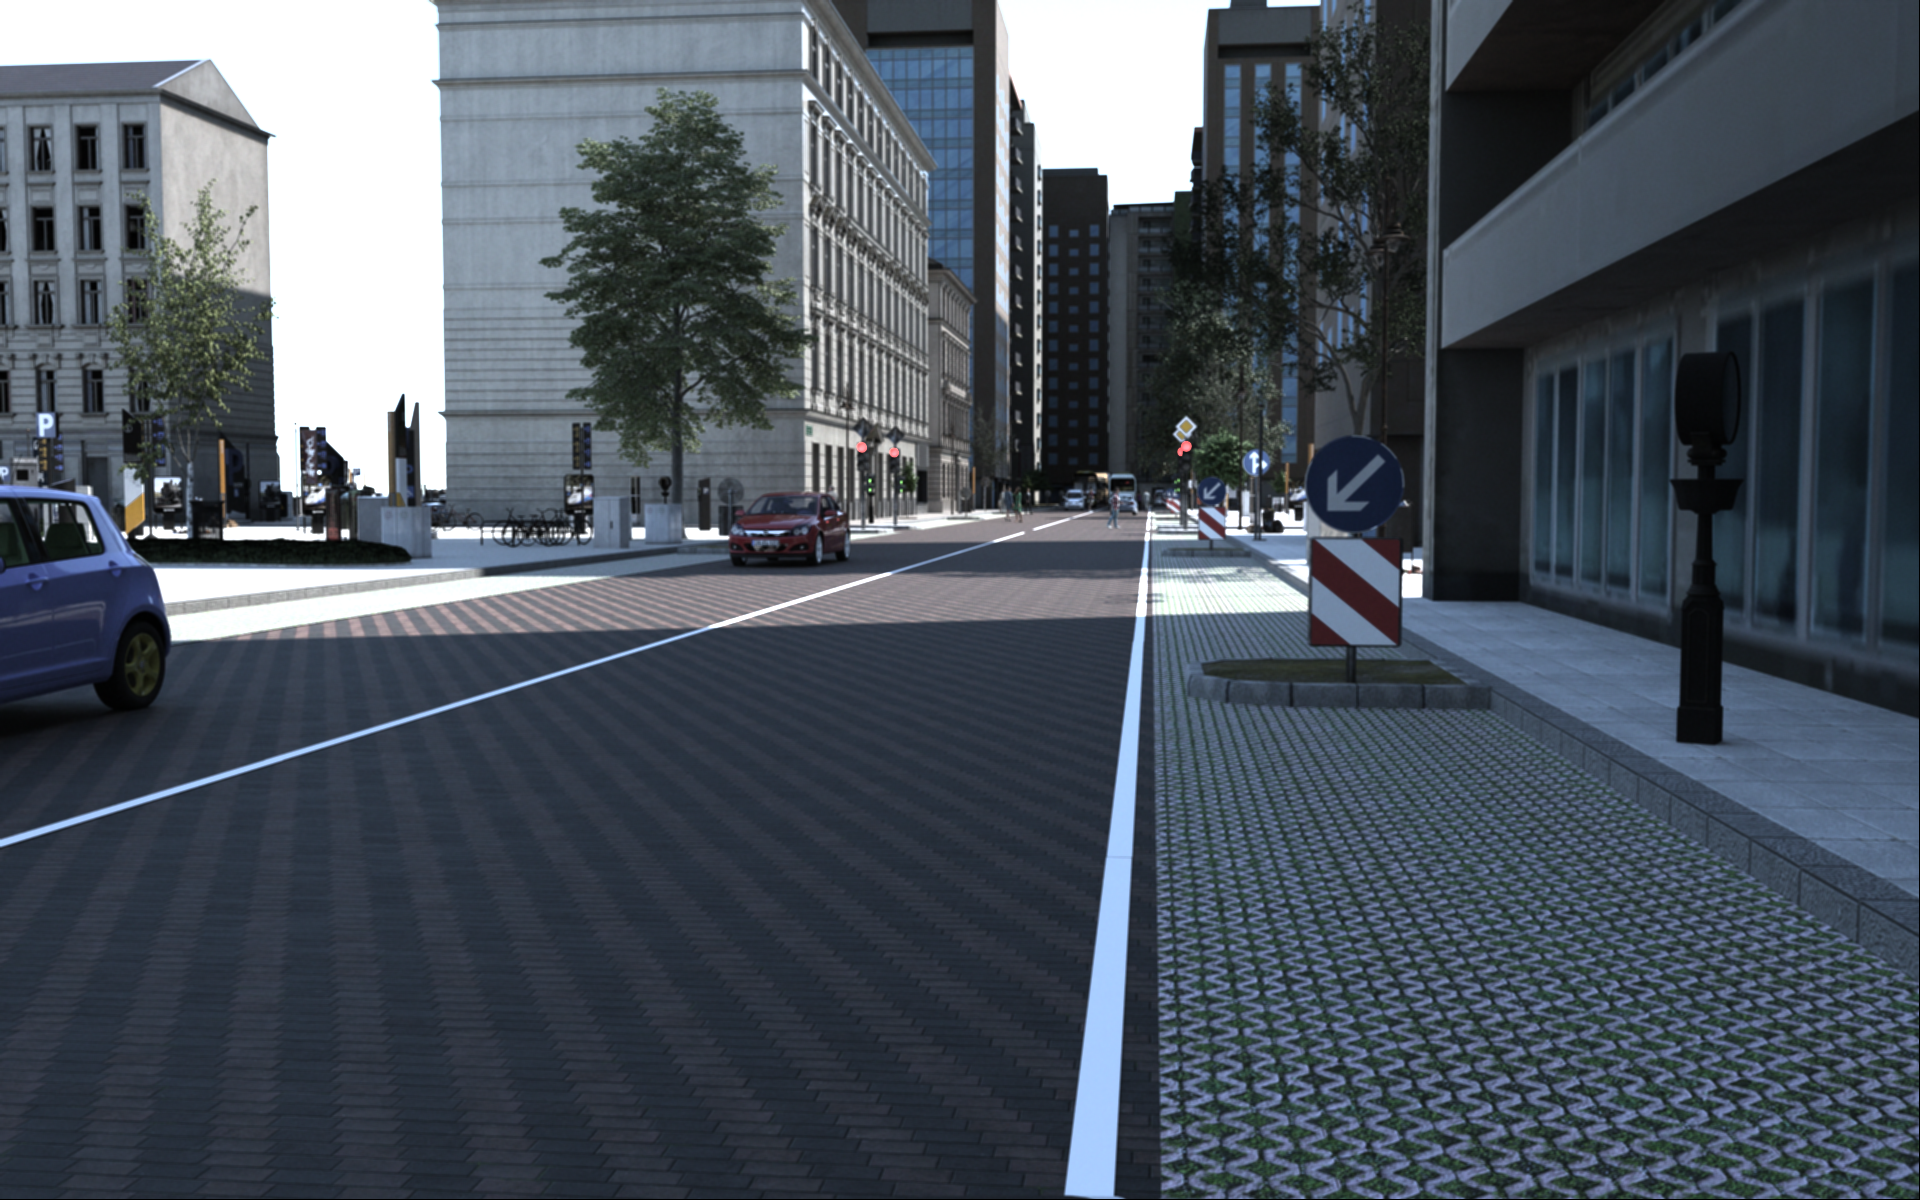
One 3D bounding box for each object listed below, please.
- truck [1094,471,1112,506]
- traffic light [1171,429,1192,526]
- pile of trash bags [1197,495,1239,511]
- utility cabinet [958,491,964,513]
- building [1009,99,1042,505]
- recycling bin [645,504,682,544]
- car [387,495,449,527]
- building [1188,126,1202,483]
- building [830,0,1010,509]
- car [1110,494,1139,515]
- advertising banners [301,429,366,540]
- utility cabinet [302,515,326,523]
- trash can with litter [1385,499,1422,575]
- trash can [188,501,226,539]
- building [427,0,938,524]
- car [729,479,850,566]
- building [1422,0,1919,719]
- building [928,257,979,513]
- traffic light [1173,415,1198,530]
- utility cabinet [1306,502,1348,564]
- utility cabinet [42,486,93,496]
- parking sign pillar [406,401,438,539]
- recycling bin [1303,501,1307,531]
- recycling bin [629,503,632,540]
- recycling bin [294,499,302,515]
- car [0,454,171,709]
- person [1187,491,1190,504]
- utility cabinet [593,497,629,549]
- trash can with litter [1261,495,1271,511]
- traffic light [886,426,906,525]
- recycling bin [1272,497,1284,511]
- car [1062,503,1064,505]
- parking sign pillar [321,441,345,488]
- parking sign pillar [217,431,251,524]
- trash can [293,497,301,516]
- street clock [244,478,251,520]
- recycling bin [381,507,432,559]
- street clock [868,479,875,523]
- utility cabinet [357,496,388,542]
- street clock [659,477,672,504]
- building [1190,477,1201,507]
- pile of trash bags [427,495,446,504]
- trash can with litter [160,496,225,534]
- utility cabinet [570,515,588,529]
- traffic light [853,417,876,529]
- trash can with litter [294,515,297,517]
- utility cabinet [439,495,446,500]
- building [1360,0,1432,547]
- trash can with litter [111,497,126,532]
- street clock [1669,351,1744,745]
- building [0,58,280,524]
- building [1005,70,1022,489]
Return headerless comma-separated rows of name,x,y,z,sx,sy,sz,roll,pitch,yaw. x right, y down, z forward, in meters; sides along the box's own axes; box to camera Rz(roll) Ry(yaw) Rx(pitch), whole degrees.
truck,17.517,-13.965,217.247,2.839,4.237,11.283,0,4,8
traffic light,8.949,-4.957,69.970,0.839,4.253,0.868,0,4,6
pile of trash bags,19.643,-7.447,131.516,3.447,1.369,1.912,1,4,17
utility cabinet,0.054,-6.397,113.270,0.318,1.500,1.173,0,4,5
building,-1.187,-35.911,210.850,21.600,48.544,21.300,0,4,6
recycling bin,-7.631,-1.958,44.562,0.722,1.027,0.722,1,4,20
car,-23.088,-3.570,70.367,4.499,1.417,2.014,1,4,8
building,37.976,-33.527,202.792,22.147,44.769,28.867,0,4,6
building,-3.075,-30.817,153.965,14.600,45.320,14.200,0,4,6
car,11.211,-6.503,118.330,2.014,1.417,4.499,0,4,8
advertising banners,-16.836,-3.079,46.533,2.074,3.025,0.090,1,4,20
utility cabinet,-27.841,-4.030,74.569,1.173,1.500,0.318,2,4,32
trash can with litter,7.366,-1.015,27.645,2.233,1.210,1.678,1,4,16
trash can,-16.110,-1.556,37.090,0.748,1.137,0.748,0,3,0
building,-12.020,-19.445,94.336,17.030,29.872,44.131,0,4,6
car,-3.491,-1.644,35.919,2.155,1.783,4.494,0,4,8
building,15.198,-23.538,8.547,21.300,48.544,21.600,0,4,6
building,-4.858,-15.969,125.718,10.561,19.102,19.286,0,4,6
traffic light,8.073,-4.472,62.033,0.839,4.253,0.868,0,4,6
utility cabinet,6.757,-1.402,31.600,0.318,1.500,1.173,3,5,41
utility cabinet,-24.035,-2.325,46.697,1.173,1.500,0.318,0,4,-6
parking sign pillar,-15.802,-3.752,49.815,1.447,3.967,1.447,-1,4,-10
recycling bin,12.223,-2.863,59.364,0.722,1.027,0.722,-1,4,-11
recycling bin,-9.602,-2.180,48.205,0.722,1.027,0.722,1,4,16
recycling bin,-41.276,-5.810,107.543,0.722,1.027,0.722,-1,4,-17
car,-6.373,-0.045,10.330,1.945,1.707,3.694,0,4,4
person,29.667,-13.302,225.624,0.705,1.869,1.348,3,5,43
utility cabinet,-8.299,-1.835,41.166,1.020,1.237,0.306,3,5,40
trash can with litter,24.145,-7.532,134.208,1.678,1.210,2.233,-3,5,-39
traffic light,-2.644,-5.034,71.229,0.839,4.253,0.868,0,4,6
recycling bin,23.690,-7.120,128.965,0.722,1.027,0.722,1,4,21
car,13.652,-12.779,218.533,1.945,1.707,3.694,0,4,5
parking sign pillar,-31.675,-6.056,87.487,1.447,3.967,1.447,2,4,32
parking sign pillar,-31.166,-5.238,74.114,1.447,3.967,1.447,1,4,10
trash can,-38.848,-5.473,101.141,0.748,1.137,0.748,0,3,0
street clock,-33.059,-4.630,80.273,0.358,2.002,0.471,0,4,4
recycling bin,-11.073,-1.353,34.669,0.722,1.027,0.722,1,4,13
street clock,-3.893,-4.366,75.960,0.358,2.002,0.471,0,4,8
utility cabinet,-15.325,-2.108,45.629,1.020,1.237,0.306,-2,4,-25
street clock,-12.191,-4.104,71.665,0.471,2.002,0.358,1,4,20
building,39.891,-29.603,175.897,32.217,40.220,23.993,0,4,6
pile of trash bags,-34.135,-6.412,114.586,1.912,1.369,3.447,1,4,13
trash can with litter,-24.971,-2.763,56.240,2.233,1.210,1.678,1,4,23
utility cabinet,-14.043,-3.218,63.774,0.306,1.237,1.020,-2,4,-34
traffic light,-3.520,-4.549,63.292,0.839,4.253,0.868,0,4,6
trash can with litter,-37.896,-5.271,97.246,2.233,1.210,1.678,0,4,6
utility cabinet,-32.626,-6.029,109.740,0.306,1.237,1.020,-3,5,-44
building,17.408,-24.235,46.349,14.600,45.320,14.200,0,4,6
trash can with litter,-28.236,-2.899,58.790,1.055,1.170,0.624,1,4,12
street clock,3.830,-0.265,8.910,0.358,2.002,0.471,2,4,35
building,-42.480,-14.122,80.044,18.267,20.994,9.793,0,4,6
building,-5.274,-31.896,176.123,22.147,44.769,28.867,0,4,6
